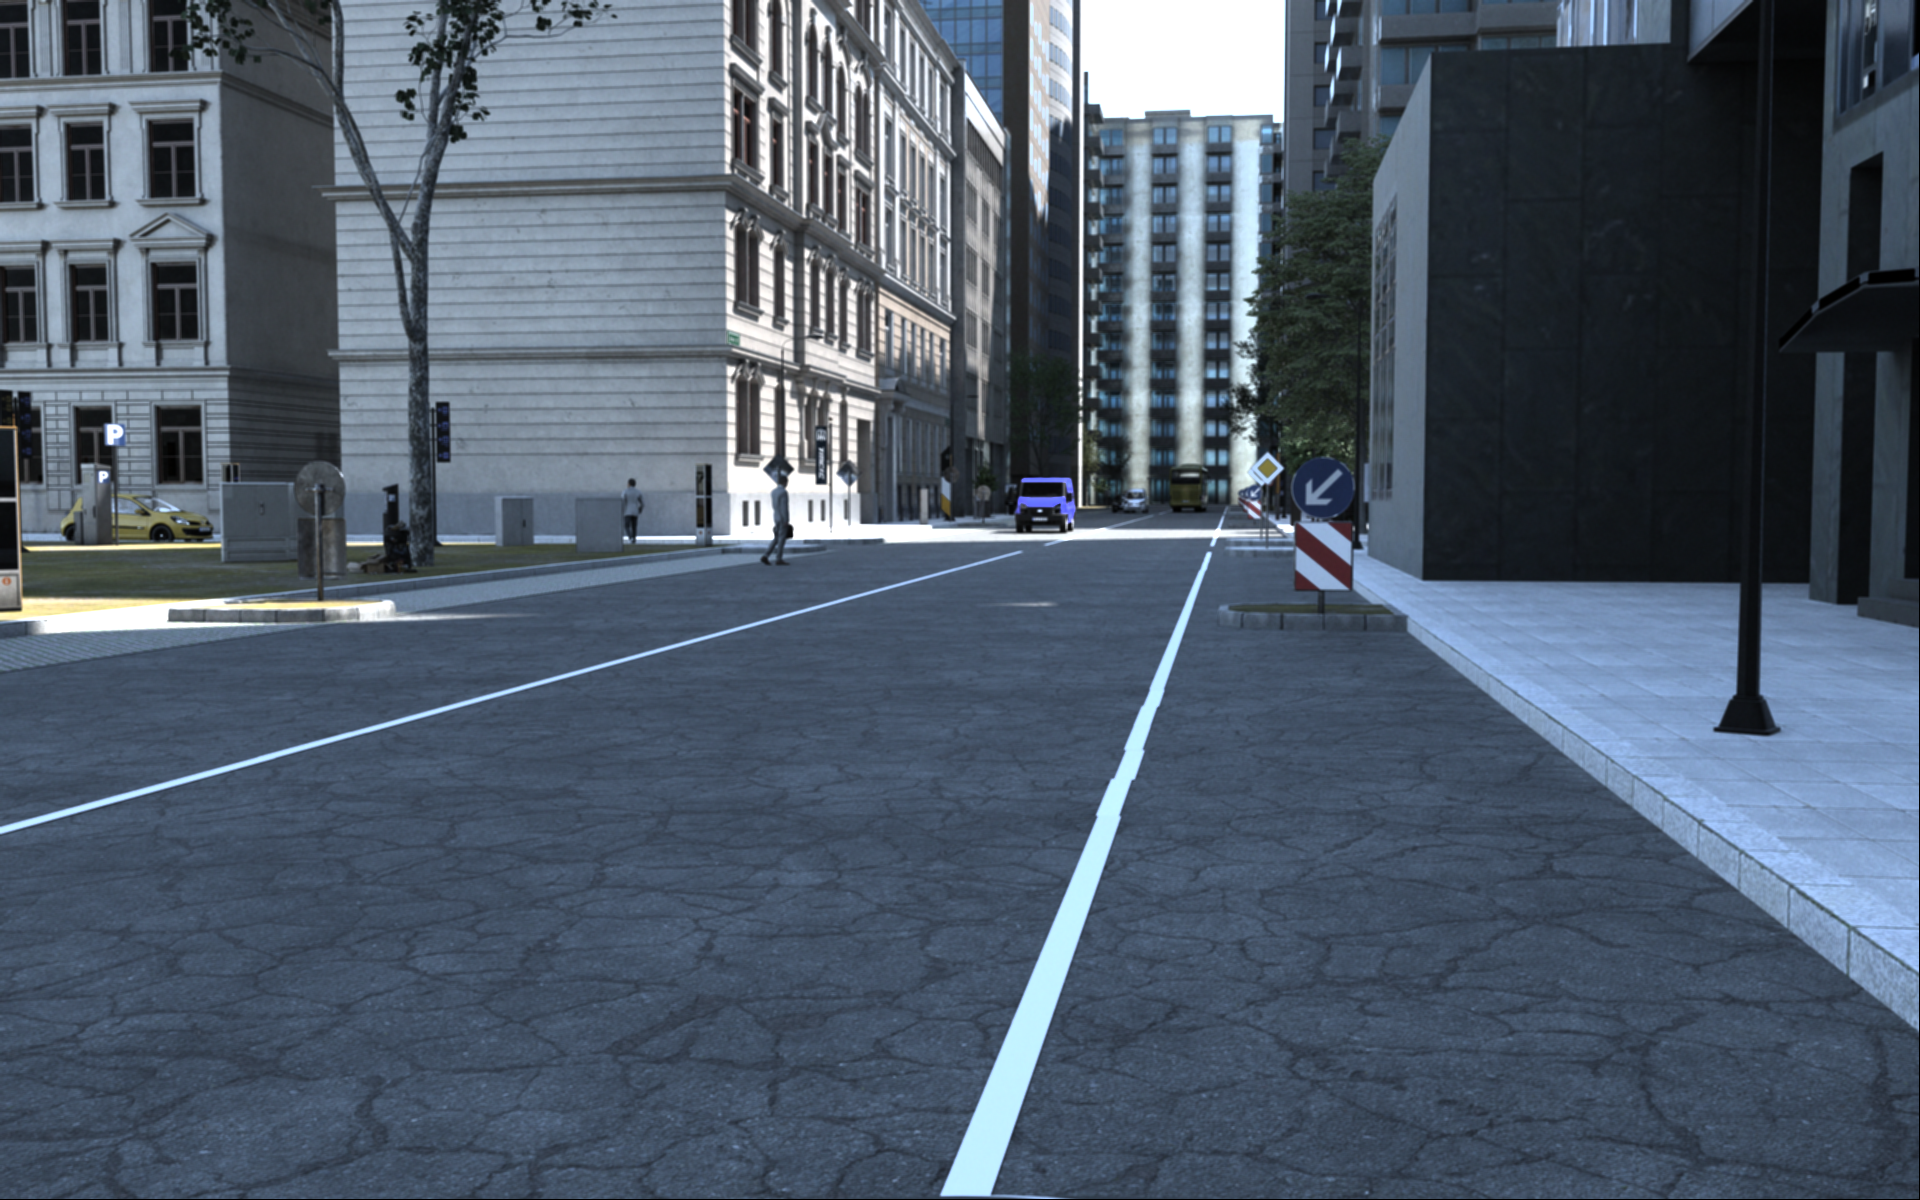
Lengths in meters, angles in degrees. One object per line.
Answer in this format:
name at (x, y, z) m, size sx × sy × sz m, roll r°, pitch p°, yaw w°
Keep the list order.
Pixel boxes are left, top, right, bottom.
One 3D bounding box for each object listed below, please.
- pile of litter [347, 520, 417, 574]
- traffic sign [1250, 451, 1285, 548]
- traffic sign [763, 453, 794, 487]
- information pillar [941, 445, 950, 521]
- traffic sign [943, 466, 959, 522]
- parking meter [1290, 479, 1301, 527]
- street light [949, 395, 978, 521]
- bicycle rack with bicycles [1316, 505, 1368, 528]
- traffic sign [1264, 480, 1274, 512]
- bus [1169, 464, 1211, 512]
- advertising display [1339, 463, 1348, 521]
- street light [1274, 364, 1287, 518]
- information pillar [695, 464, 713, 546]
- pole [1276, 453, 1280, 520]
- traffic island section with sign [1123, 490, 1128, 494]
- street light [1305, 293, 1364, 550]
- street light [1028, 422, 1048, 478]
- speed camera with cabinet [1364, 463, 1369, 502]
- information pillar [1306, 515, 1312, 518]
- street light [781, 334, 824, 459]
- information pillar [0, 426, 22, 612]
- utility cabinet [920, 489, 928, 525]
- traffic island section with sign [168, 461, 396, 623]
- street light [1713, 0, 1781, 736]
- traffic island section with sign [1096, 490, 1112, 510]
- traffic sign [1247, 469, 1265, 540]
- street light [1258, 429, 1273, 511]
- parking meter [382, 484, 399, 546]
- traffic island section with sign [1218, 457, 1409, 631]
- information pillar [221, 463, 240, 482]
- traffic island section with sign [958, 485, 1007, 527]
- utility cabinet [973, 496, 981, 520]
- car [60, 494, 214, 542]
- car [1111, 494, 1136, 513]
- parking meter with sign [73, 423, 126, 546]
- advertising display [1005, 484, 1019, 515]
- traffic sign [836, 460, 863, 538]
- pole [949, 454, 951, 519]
pile of litter at (-9.481, -0.883, 28.398) m, size 1.176 × 0.858 × 1.719 m, roll 0°, pitch 4°, yaw -8°
traffic sign at (7.232, -2.271, 40.779) m, size 0.795 × 2.450 × 0.064 m, roll 1°, pitch 4°, yaw 9°
traffic sign at (-4.466, -2.385, 42.630) m, size 0.795 × 2.450 × 0.064 m, roll 1°, pitch 4°, yaw 9°
information pillar at (-0.679, -5.625, 83.317) m, size 0.504 × 3.616 × 0.183 m, roll -2°, pitch 4°, yaw -29°
traffic sign at (-0.404, -4.852, 79.439) m, size 0.768 × 2.556 × 0.104 m, roll 1°, pitch 4°, yaw 16°
parking meter at (13.306, -3.842, 68.526) m, size 0.399 × 1.863 × 0.255 m, roll -1°, pitch 4°, yaw -11°
street light at (0.167, -6.658, 81.398) m, size 1.470 × 5.913 × 1.316 m, roll 1°, pitch 4°, yaw 9°
bicycle rack with bicycles at (13.395, -2.773, 58.727) m, size 2.925 × 0.926 × 2.852 m, roll 0°, pitch 4°, yaw 4°
traffic sign at (21.602, -7.409, 121.244) m, size 0.768 × 2.556 × 0.104 m, roll 1°, pitch 4°, yaw 13°
bus at (18.648, -9.112, 140.534) m, size 2.896 × 3.916 × 12.252 m, roll 1°, pitch 4°, yaw 11°
advertising display at (8.067, -1.911, 36.466) m, size 0.123 × 1.923 × 0.974 m, roll 1°, pitch 4°, yaw 15°
street light at (11.992, -5.432, 61.347) m, size 1.470 × 5.913 × 1.316 m, roll 1°, pitch 4°, yaw 9°
information pillar at (-6.286, -2.325, 42.501) m, size 0.304 × 2.012 × 0.304 m, roll 2°, pitch 4°, yaw 27°
pole at (15.759, -5.627, 85.838) m, size 0.158 × 3.312 × 0.155 m, roll 0°, pitch 3°, yaw 0°
traffic island section with sign at (17.243, -10.417, 178.948) m, size 1.989 × 1.847 × 2.006 m, roll 1°, pitch 4°, yaw 9°
street light at (8.675, -4.135, 40.146) m, size 1.470 × 5.913 × 1.316 m, roll 1°, pitch 4°, yaw 9°
street light at (4.994, -8.531, 112.020) m, size 1.470 × 5.913 × 1.316 m, roll 1°, pitch 4°, yaw 9°
speed camera with cabinet at (12.491, -3.337, 48.889) m, size 2.038 × 3.252 × 0.660 m, roll 2°, pitch 4°, yaw 24°
information pillar at (18.517, -5.335, 91.714) m, size 0.304 × 2.012 × 0.304 m, roll 1°, pitch 4°, yaw 15°
street light at (-4.643, -4.772, 50.557) m, size 1.470 × 5.913 × 1.316 m, roll 1°, pitch 4°, yaw 9°
information pillar at (-10.467, -0.881, 18.897) m, size 0.304 × 2.012 × 0.304 m, roll -3°, pitch 5°, yaw -44°
utility cabinet at (-1.519, -3.880, 72.113) m, size 0.318 × 1.500 × 1.173 m, roll 0°, pitch 4°, yaw -4°
traffic island section with sign at (-7.701, -0.700, 20.072) m, size 1.989 × 1.847 × 2.006 m, roll 1°, pitch 4°, yaw 9°
street light at (3.726, -2.247, 9.284) m, size 1.470 × 5.913 × 1.316 m, roll 1°, pitch 4°, yaw 9°
traffic island section with sign at (12.943, -8.740, 151.529) m, size 1.989 × 1.847 × 2.006 m, roll 1°, pitch 4°, yaw 9°
traffic sign at (8.471, -2.754, 48.667) m, size 0.795 × 2.450 × 0.064 m, roll 1°, pitch 4°, yaw 9°
street light at (16.701, -7.308, 92.031) m, size 1.470 × 5.913 × 1.316 m, roll 1°, pitch 4°, yaw 9°
parking meter at (-13.982, -2.088, 42.550) m, size 0.372 × 1.533 × 0.369 m, roll 0°, pitch 3°, yaw 0°
traffic island section with sign at (3.875, -0.647, 19.211) m, size 1.989 × 1.847 × 2.006 m, roll 1°, pitch 4°, yaw 9°
information pillar at (-17.399, -2.254, 41.339) m, size 0.304 × 2.012 × 0.304 m, roll 1°, pitch 4°, yaw 10°
traffic island section with sign at (1.022, -4.098, 75.636) m, size 1.989 × 1.847 × 2.006 m, roll 1°, pitch 4°, yaw 9°
utility cabinet at (0.858, -4.630, 86.863) m, size 0.306 × 1.237 × 1.020 m, roll 0°, pitch 4°, yaw -5°
car at (-22.968, -2.337, 48.440) m, size 3.980 × 1.641 × 2.015 m, roll 0°, pitch 4°, yaw 8°
car at (12.798, -7.658, 134.994) m, size 2.009 × 1.686 × 4.222 m, roll 1°, pitch 4°, yaw 8°
parking meter with sign at (-21.651, -2.886, 43.452) m, size 1.738 × 3.016 × 0.543 m, roll 2°, pitch 4°, yaw 34°
advertising display at (3.158, -6.167, 106.050) m, size 0.974 × 1.923 × 0.123 m, roll 3°, pitch 4°, yaw 38°
traffic sign at (-3.227, -2.867, 50.518) m, size 0.795 × 2.450 × 0.064 m, roll 1°, pitch 4°, yaw 9°
pole at (-0.536, -5.793, 88.558) m, size 0.158 × 3.312 × 0.155 m, roll 0°, pitch 3°, yaw 0°
